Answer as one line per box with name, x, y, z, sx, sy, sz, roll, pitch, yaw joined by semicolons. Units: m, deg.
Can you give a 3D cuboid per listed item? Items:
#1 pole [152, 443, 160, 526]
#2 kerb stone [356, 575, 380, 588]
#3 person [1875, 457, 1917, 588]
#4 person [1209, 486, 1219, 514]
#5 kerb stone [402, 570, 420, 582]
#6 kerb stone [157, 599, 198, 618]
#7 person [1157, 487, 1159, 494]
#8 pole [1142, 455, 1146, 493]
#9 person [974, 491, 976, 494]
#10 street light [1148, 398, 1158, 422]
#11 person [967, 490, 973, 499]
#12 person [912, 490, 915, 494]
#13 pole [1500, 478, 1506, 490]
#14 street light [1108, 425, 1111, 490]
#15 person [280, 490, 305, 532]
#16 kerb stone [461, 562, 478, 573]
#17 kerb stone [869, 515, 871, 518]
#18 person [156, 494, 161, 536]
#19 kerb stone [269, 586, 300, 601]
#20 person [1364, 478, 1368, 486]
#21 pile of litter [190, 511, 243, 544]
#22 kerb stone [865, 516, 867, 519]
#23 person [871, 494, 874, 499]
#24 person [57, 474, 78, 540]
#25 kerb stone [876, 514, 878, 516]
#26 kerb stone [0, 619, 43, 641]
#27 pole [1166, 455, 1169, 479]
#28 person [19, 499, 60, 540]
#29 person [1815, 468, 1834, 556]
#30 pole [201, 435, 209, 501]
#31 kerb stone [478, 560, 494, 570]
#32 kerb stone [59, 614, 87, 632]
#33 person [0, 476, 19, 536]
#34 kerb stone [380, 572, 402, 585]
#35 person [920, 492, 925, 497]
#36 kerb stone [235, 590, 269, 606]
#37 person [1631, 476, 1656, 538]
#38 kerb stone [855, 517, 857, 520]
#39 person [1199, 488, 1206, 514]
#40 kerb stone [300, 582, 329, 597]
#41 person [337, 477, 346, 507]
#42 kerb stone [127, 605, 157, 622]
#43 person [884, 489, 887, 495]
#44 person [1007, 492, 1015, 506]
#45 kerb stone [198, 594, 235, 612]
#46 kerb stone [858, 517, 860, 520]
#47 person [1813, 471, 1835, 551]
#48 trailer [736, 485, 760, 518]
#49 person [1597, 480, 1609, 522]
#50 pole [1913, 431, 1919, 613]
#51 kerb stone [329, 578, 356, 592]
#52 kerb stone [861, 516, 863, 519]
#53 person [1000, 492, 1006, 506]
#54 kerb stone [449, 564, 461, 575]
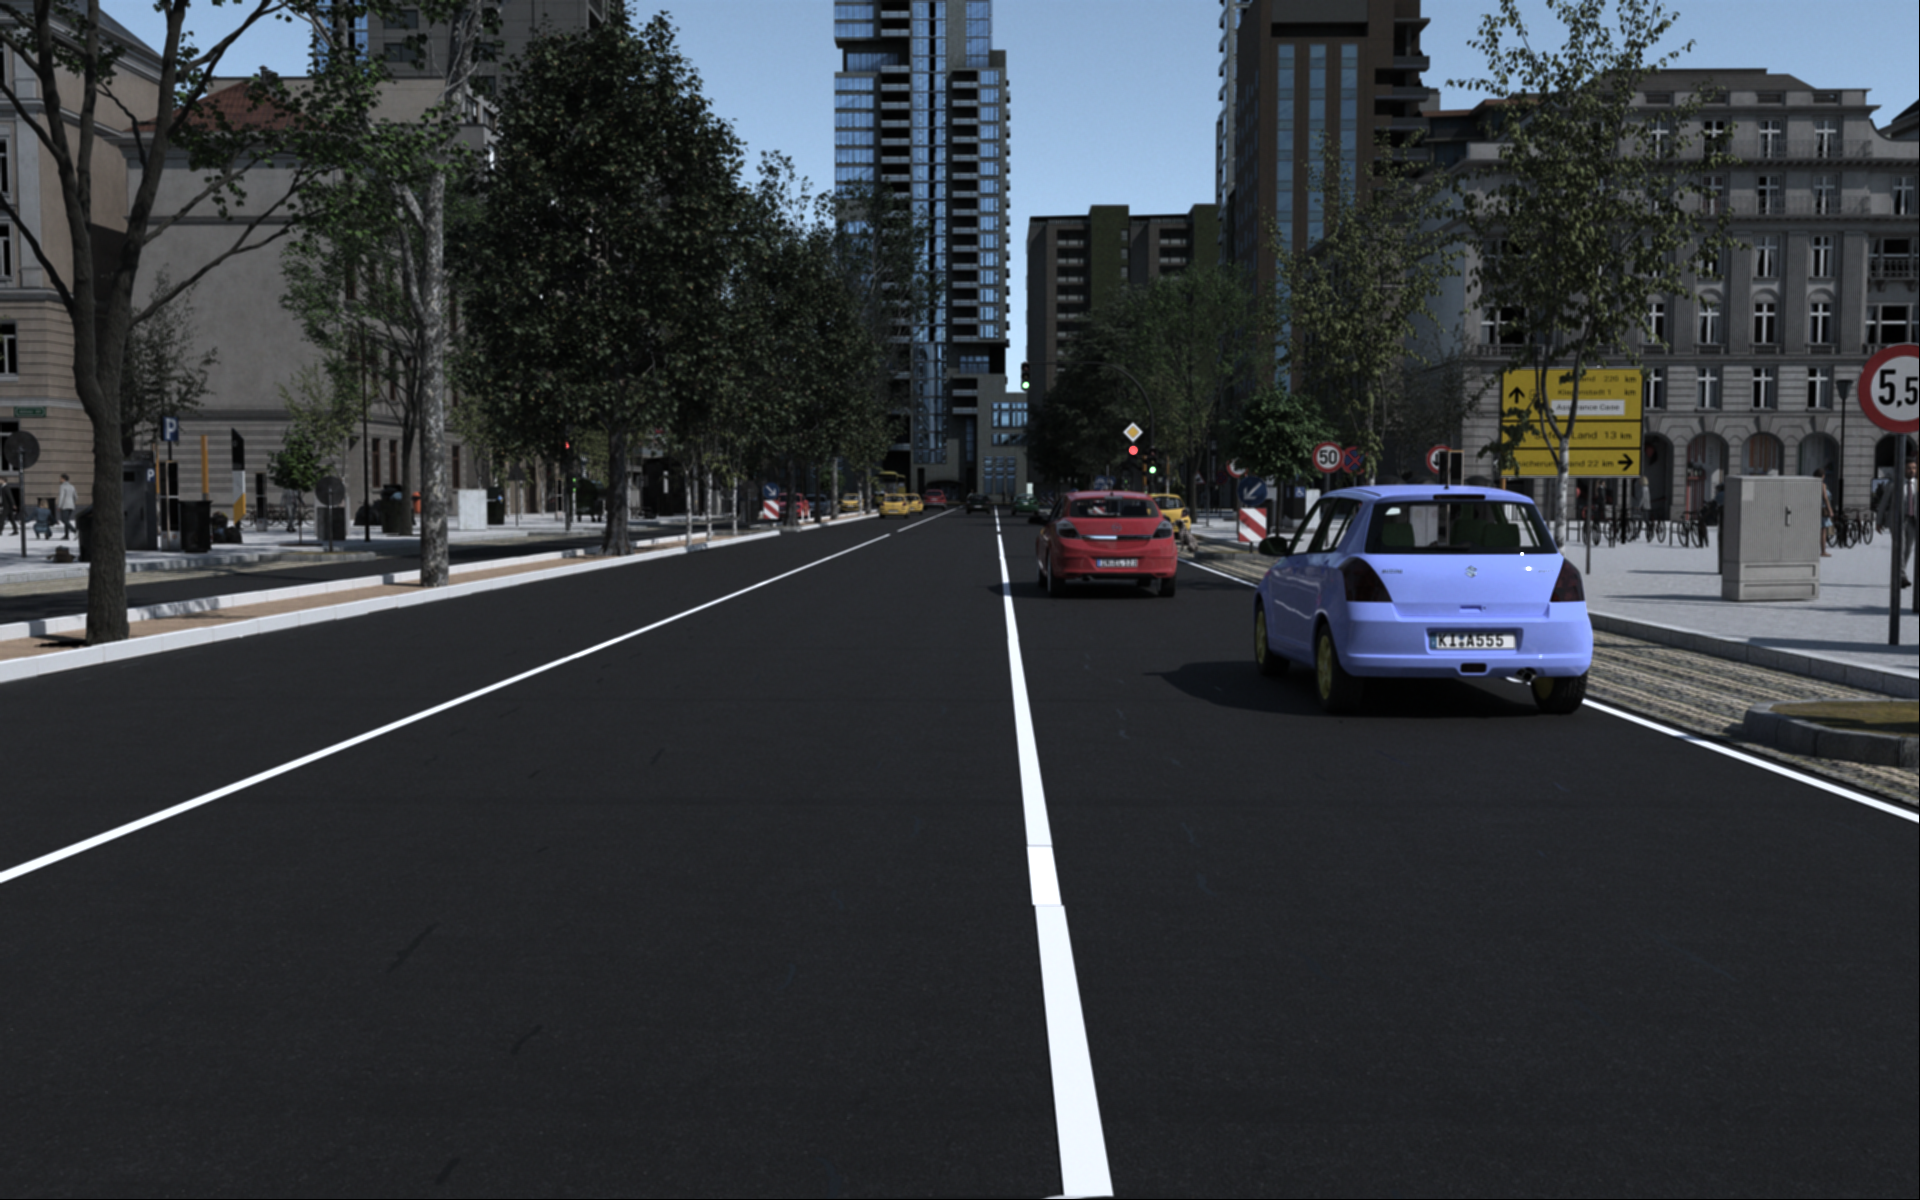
pole;-31.772;-4.565;68.480;0.158;3.312;0.155;0;3;0
kerb stone;-9.154;-0.260;26.505;0.120;0.150;1.000;0;4;1
person;12.978;-1.068;23.781;0.678;1.792;0.850;0;4;5
person;16.601;-6.550;113.314;0.661;1.801;0.590;-2;4;-26
kerb stone;-9.114;-0.386;28.555;0.120;0.150;1.000;0;4;1
kerb stone;-9.272;0.118;20.347;0.120;0.150;1.000;0;4;1
person;14.371;-7.376;126.821;0.511;1.800;0.466;3;5;45
pole;9.620;-5.906;90.402;0.158;3.312;0.155;0;3;0
person;1.833;-11.538;197.937;1.217;1.735;0.721;3;5;40
street light;9.025;-6.630;81.196;0.468;5.910;1.993;0;4;1
person;1.128;-9.337;161.241;1.350;1.814;0.705;-3;5;-39
person;-4.118;-8.927;154.543;0.705;1.812;1.348;-2;4;-28
pole;21.569;-4.586;68.817;0.158;3.312;0.155;0;3;0
street light;9.611;-8.489;111.574;0.468;5.910;1.993;0;4;1
person;-22.360;-3.157;57.927;0.850;1.792;0.678;3;5;39
kerb stone;-9.053;-0.577;31.630;0.120;0.150;1.000;0;4;1
kerb stone;-5.555;-4.925;102.822;0.120;0.150;1.000;0;4;1
person;-24.612;-2.608;52.948;0.640;1.303;0.475;0;3;0
kerb stone;-9.215;-0.072;23.420;0.120;0.150;1.000;0;4;1
person;10.133;-2.233;43.388;0.563;1.720;0.643;-3;5;-44
pile of litter;-19.278;-1.875;44.622;1.719;0.858;1.176;-3;5;-43
kerb stone;-5.624;-4.743;99.749;0.120;0.150;1.000;0;4;1
person;-9.101;-10.020;175.552;0.697;1.427;0.421;0;4;3
person;-24.741;-2.582;48.112;0.795;1.843;0.661;1;4;10
kerb stone;-5.441;-5.307;108.982;0.120;0.150;1.000;0;4;1
kerb stone;-9.334;0.302;17.264;0.120;0.150;1.000;0;4;1
pole;10.693;-5.840;89.332;0.158;3.312;0.155;0;3;0
person;-25.857;-2.268;48.619;1.012;1.151;0.738;-2;4;-23
person;17.472;-1.782;35.280;0.778;1.811;0.616;-1;4;-12
pole;-26.133;-4.044;59.968;0.158;3.312;0.155;0;3;0
kerb stone;-9.032;-0.640;32.653;0.120;0.150;1.000;0;4;1
kerb stone;-9.322;0.239;18.288;0.120;0.150;1.000;0;4;1
person;-29.562;-2.921;53.574;0.755;1.850;0.659;-2;4;-24
kerb stone;-9.138;-0.322;27.527;0.120;0.150;1.000;0;4;1
person;-4.265;-12.100;207.011;1.217;1.739;0.721;1;4;19
kerb stone;-9.236;-0.012;22.397;0.120;0.150;1.000;0;4;1
person;19.720;-2.675;49.969;0.728;1.800;0.709;2;4;31
kerb stone;-5.761;-4.306;92.592;0.120;0.150;1.000;0;4;1
person;15.897;-6.527;113.766;0.522;1.701;0.512;0;4;1
kerb stone;-9.197;-0.135;24.442;0.120;0.150;1.000;0;4;1
person;-18.587;-2.781;51.848;0.374;1.781;0.599;-1;4;-15
kerb stone;-9.290;0.180;19.316;0.120;0.150;1.000;0;4;1
person;-5.494;-7.281;127.881;0.374;1.781;0.599;1;4;23
person;6.034;-11.763;201.555;1.217;1.736;0.721;1;4;8
kerb stone;-9.259;0.051;21.368;0.120;0.150;1.000;0;4;1
kerb stone;-5.726;-4.430;94.639;0.120;0.150;1.000;0;4;1
person;19.267;-2.007;38.849;0.794;1.824;0.713;1;4;17
trailer;-12.937;-5.932;104.034;1.471;1.999;3.904;0;4;2
person;29.108;-4.465;78.400;0.474;1.900;0.648;0;4;-7
pole;10.389;-1.513;18.576;0.158;3.312;0.155;0;3;0
kerb stone;-9.173;-0.201;25.475;0.120;0.150;1.000;0;4;1
kerb stone;-5.675;-4.556;96.683;0.120;0.150;1.000;0;4;1
person;5.421;-12.509;213.745;1.217;1.735;0.721;2;4;24
kerb stone;-9.074;-0.512;30.605;0.120;0.150;1.000;0;4;1
